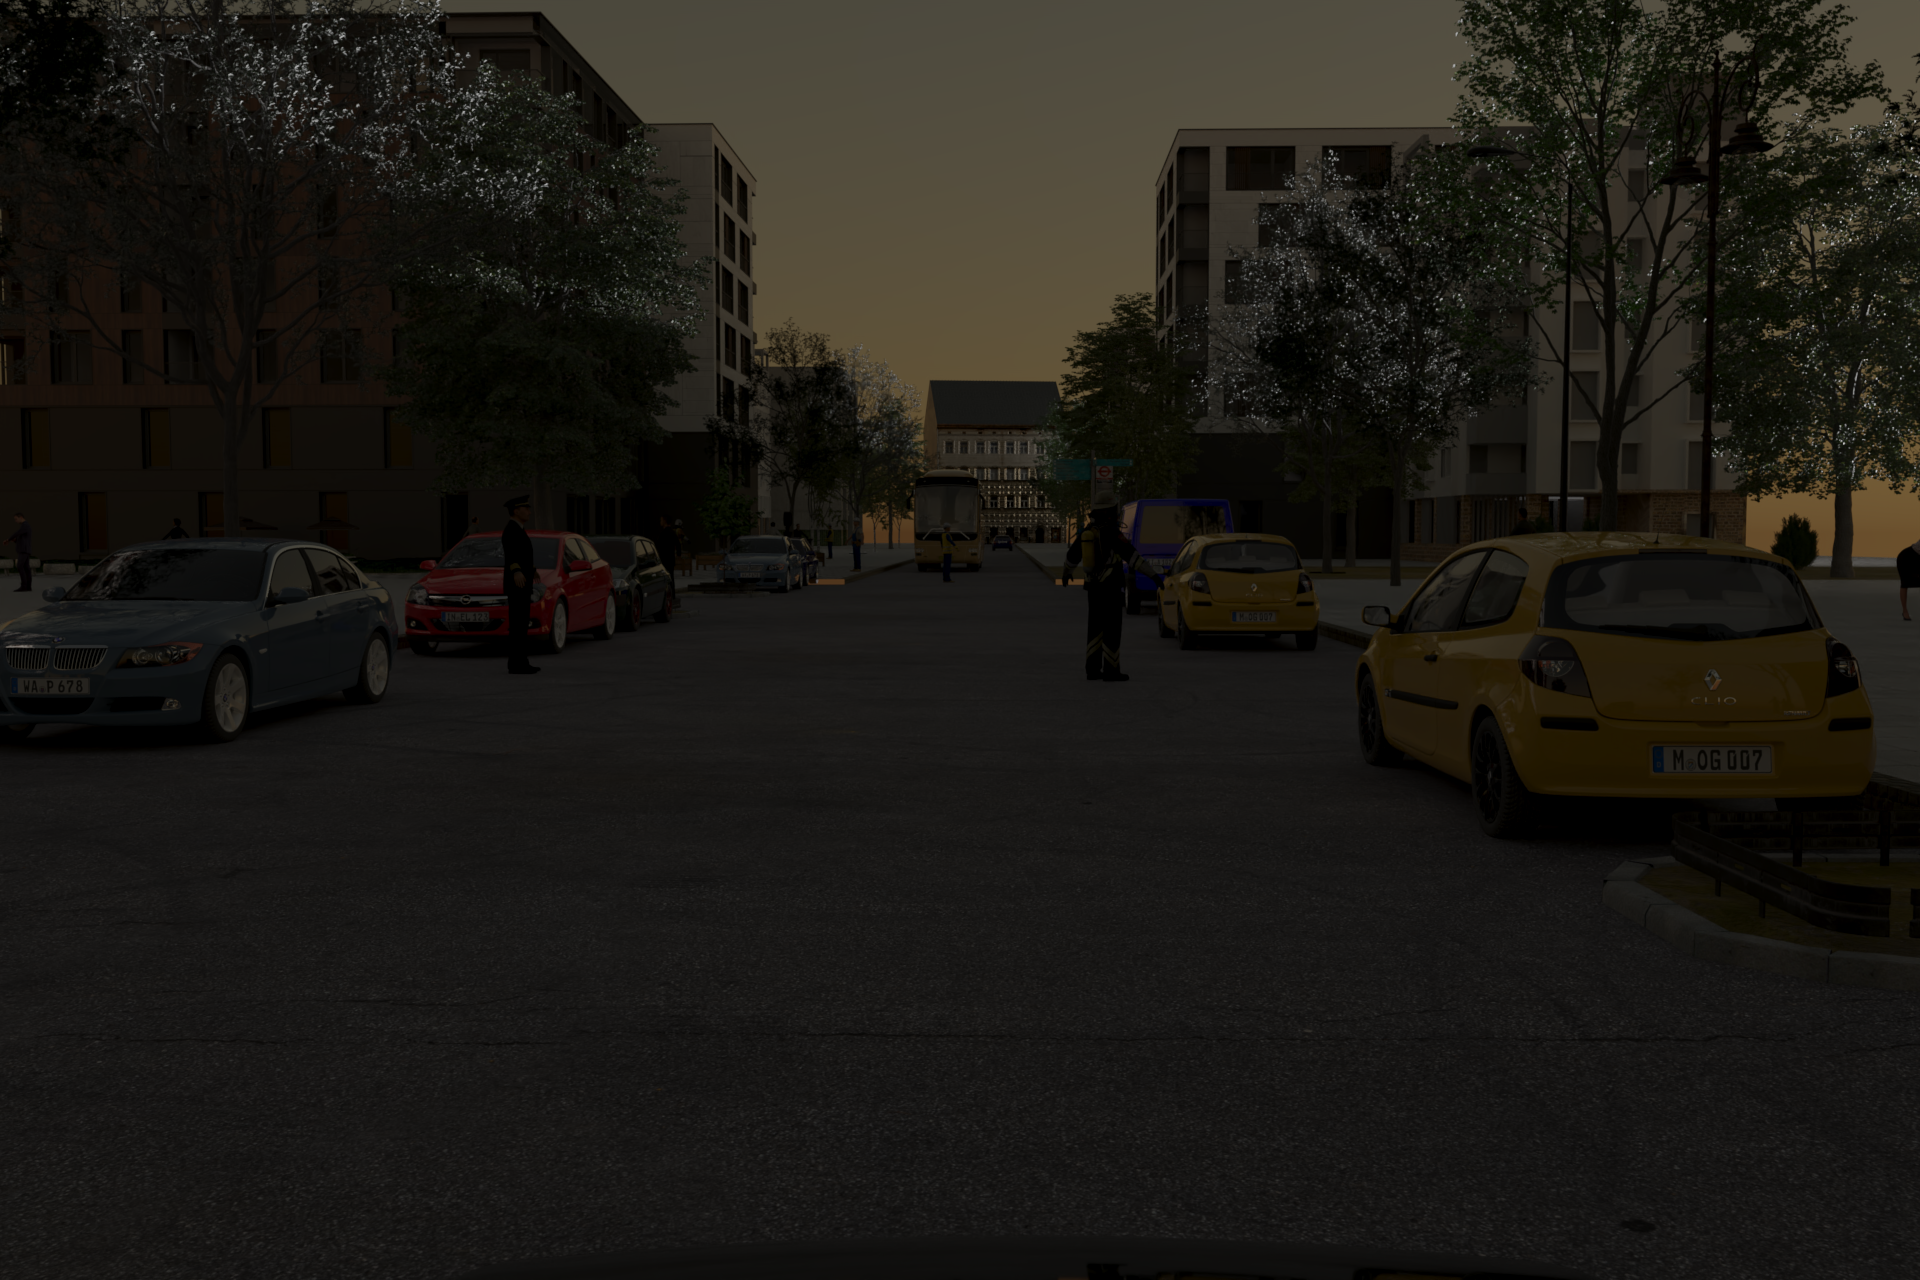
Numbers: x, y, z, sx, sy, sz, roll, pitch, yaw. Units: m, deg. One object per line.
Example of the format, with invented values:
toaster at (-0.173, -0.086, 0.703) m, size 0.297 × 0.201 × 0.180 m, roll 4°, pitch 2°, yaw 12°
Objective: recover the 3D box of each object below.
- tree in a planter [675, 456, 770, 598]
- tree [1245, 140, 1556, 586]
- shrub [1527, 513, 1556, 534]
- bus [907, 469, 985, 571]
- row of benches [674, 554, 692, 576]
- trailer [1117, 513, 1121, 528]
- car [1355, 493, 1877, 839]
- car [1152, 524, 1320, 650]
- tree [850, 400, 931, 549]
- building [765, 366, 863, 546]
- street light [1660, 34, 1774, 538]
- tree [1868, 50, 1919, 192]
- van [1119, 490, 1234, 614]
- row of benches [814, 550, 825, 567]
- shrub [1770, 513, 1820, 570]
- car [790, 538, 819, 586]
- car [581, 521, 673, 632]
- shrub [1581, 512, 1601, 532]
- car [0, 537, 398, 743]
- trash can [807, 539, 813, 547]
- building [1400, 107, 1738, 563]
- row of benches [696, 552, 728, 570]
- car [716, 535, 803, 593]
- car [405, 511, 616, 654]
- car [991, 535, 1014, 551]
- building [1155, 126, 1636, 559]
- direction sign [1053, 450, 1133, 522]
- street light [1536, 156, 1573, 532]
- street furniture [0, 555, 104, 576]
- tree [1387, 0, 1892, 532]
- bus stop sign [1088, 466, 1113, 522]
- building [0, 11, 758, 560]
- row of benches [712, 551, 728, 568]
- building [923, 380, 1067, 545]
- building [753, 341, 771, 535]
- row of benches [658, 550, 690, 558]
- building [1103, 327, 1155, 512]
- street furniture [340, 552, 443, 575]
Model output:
tree in a planter at (-5.421, -2.599, 39.709) m, size 1.991 × 3.239 × 1.994 m, roll 0°, pitch 4°, yaw 2°
tree at (10.471, -6.590, 42.155) m, size 7.601 × 10.594 × 8.767 m, roll -3°, pitch 5°, yaw -44°
shrub at (21.917, -3.771, 65.702) m, size 1.661 × 2.075 × 1.752 m, roll 0°, pitch 3°, yaw 0°
bus at (-0.344, -4.774, 69.594) m, size 2.896 × 3.916 × 12.252 m, roll 0°, pitch 4°, yaw 2°
row of benches at (-10.089, -2.305, 53.153) m, size 4.104 × 0.672 × 1.422 m, roll 1°, pitch 4°, yaw 14°
trailer at (4.376, -2.612, 49.759) m, size 1.471 × 1.999 × 3.904 m, roll 0°, pitch 4°, yaw 2°
car at (3.349, 0.040, 9.565) m, size 2.015 × 1.641 × 3.980 m, roll 0°, pitch 4°, yaw 1°
car at (3.579, -0.768, 22.778) m, size 2.015 × 1.641 × 3.980 m, roll 0°, pitch 4°, yaw 1°
tree at (-6.017, -13.928, 145.857) m, size 7.486 × 12.596 × 7.792 m, roll 0°, pitch 3°, yaw 0°
building at (-20.666, -20.314, 198.597) m, size 16.747 × 18.905 × 31.486 m, roll 0°, pitch 4°, yaw 1°
street light at (7.224, -2.686, 16.701) m, size 0.468 × 5.910 × 1.993 m, roll 0°, pitch 4°, yaw 1°
tree at (9.429, -4.662, 10.641) m, size 8.767 × 10.594 × 7.601 m, roll -1°, pitch 4°, yaw -14°
van at (3.930, -1.720, 32.501) m, size 2.240 × 2.365 × 5.245 m, roll 0°, pitch 4°, yaw 1°
row of benches at (-7.154, -3.274, 68.987) m, size 4.104 × 0.672 × 1.422 m, roll 2°, pitch 4°, yaw 27°
shrub at (29.784, -3.531, 61.781) m, size 1.661 × 2.075 × 1.752 m, roll 0°, pitch 3°, yaw 0°
car at (-5.011, -2.223, 48.930) m, size 1.945 × 1.354 × 3.894 m, roll 0°, pitch 4°, yaw 1°
car at (-5.576, -1.034, 26.700) m, size 2.009 × 1.686 × 4.222 m, roll 0°, pitch 4°, yaw 1°
shrub at (22.654, -3.518, 61.567) m, size 1.661 × 2.075 × 1.752 m, roll 0°, pitch 3°, yaw 0°
car at (-5.823, -0.086, 13.412) m, size 2.014 × 1.417 × 4.499 m, roll 0°, pitch 4°, yaw 2°
trash can at (-4.931, -2.592, 54.031) m, size 0.748 × 1.137 × 0.748 m, roll 0°, pitch 3°, yaw 0°
building at (26.531, -13.877, 83.315) m, size 16.016 × 20.090 × 11.380 m, roll 0°, pitch 4°, yaw 2°
row of benches at (-7.310, -2.772, 60.790) m, size 4.104 × 0.672 × 1.422 m, roll 1°, pitch 4°, yaw 21°
car at (-5.005, -1.940, 43.729) m, size 2.014 × 1.417 × 4.499 m, roll 0°, pitch 4°, yaw 1°
car at (-5.637, -0.795, 22.036) m, size 2.155 × 1.783 × 4.494 m, roll 0°, pitch 4°, yaw 1°
car at (3.583, -8.206, 146.753) m, size 1.945 × 1.354 × 3.894 m, roll 0°, pitch 4°, yaw 0°
building at (25.424, -15.878, 103.577) m, size 27.936 × 21.610 × 32.646 m, roll 0°, pitch 4°, yaw 2°
direction sign at (4.222, -4.023, 54.532) m, size 2.525 × 3.948 × 1.411 m, roll 0°, pitch 3°, yaw 0°
street light at (7.846, -2.955, 20.859) m, size 1.470 × 5.913 × 1.316 m, roll 0°, pitch 4°, yaw 1°
street furniture at (-28.748, -2.521, 56.838) m, size 5.734 × 0.657 × 10.072 m, roll 3°, pitch 4°, yaw 35°
tree at (10.405, -6.216, 27.385) m, size 9.928 × 11.665 × 9.643 m, roll 0°, pitch 3°, yaw 0°
bus stop sign at (4.936, -4.416, 60.911) m, size 0.855 × 3.939 × 0.416 m, roll 0°, pitch 4°, yaw 1°
building at (-26.277, -14.731, 84.824) m, size 27.936 × 21.610 × 32.646 m, roll 0°, pitch 4°, yaw 2°
row of benches at (-7.607, -3.020, 64.842) m, size 4.104 × 0.672 × 1.422 m, roll 2°, pitch 4°, yaw 31°
building at (4.692, -25.263, 246.434) m, size 18.063 × 23.208 × 19.493 m, roll 0°, pitch 4°, yaw -7°
building at (-24.973, -18.968, 166.544) m, size 16.016 × 20.090 × 11.380 m, roll 0°, pitch 4°, yaw 2°
row of benches at (-12.126, -3.120, 66.476) m, size 4.104 × 0.672 × 1.422 m, roll -3°, pitch 5°, yaw -40°
building at (29.130, -20.963, 186.720) m, size 27.936 × 21.610 × 32.646 m, roll 0°, pitch 4°, yaw 1°
street furniture at (-18.116, -2.624, 58.526) m, size 5.734 × 0.657 × 10.072 m, roll -2°, pitch 4°, yaw -32°
